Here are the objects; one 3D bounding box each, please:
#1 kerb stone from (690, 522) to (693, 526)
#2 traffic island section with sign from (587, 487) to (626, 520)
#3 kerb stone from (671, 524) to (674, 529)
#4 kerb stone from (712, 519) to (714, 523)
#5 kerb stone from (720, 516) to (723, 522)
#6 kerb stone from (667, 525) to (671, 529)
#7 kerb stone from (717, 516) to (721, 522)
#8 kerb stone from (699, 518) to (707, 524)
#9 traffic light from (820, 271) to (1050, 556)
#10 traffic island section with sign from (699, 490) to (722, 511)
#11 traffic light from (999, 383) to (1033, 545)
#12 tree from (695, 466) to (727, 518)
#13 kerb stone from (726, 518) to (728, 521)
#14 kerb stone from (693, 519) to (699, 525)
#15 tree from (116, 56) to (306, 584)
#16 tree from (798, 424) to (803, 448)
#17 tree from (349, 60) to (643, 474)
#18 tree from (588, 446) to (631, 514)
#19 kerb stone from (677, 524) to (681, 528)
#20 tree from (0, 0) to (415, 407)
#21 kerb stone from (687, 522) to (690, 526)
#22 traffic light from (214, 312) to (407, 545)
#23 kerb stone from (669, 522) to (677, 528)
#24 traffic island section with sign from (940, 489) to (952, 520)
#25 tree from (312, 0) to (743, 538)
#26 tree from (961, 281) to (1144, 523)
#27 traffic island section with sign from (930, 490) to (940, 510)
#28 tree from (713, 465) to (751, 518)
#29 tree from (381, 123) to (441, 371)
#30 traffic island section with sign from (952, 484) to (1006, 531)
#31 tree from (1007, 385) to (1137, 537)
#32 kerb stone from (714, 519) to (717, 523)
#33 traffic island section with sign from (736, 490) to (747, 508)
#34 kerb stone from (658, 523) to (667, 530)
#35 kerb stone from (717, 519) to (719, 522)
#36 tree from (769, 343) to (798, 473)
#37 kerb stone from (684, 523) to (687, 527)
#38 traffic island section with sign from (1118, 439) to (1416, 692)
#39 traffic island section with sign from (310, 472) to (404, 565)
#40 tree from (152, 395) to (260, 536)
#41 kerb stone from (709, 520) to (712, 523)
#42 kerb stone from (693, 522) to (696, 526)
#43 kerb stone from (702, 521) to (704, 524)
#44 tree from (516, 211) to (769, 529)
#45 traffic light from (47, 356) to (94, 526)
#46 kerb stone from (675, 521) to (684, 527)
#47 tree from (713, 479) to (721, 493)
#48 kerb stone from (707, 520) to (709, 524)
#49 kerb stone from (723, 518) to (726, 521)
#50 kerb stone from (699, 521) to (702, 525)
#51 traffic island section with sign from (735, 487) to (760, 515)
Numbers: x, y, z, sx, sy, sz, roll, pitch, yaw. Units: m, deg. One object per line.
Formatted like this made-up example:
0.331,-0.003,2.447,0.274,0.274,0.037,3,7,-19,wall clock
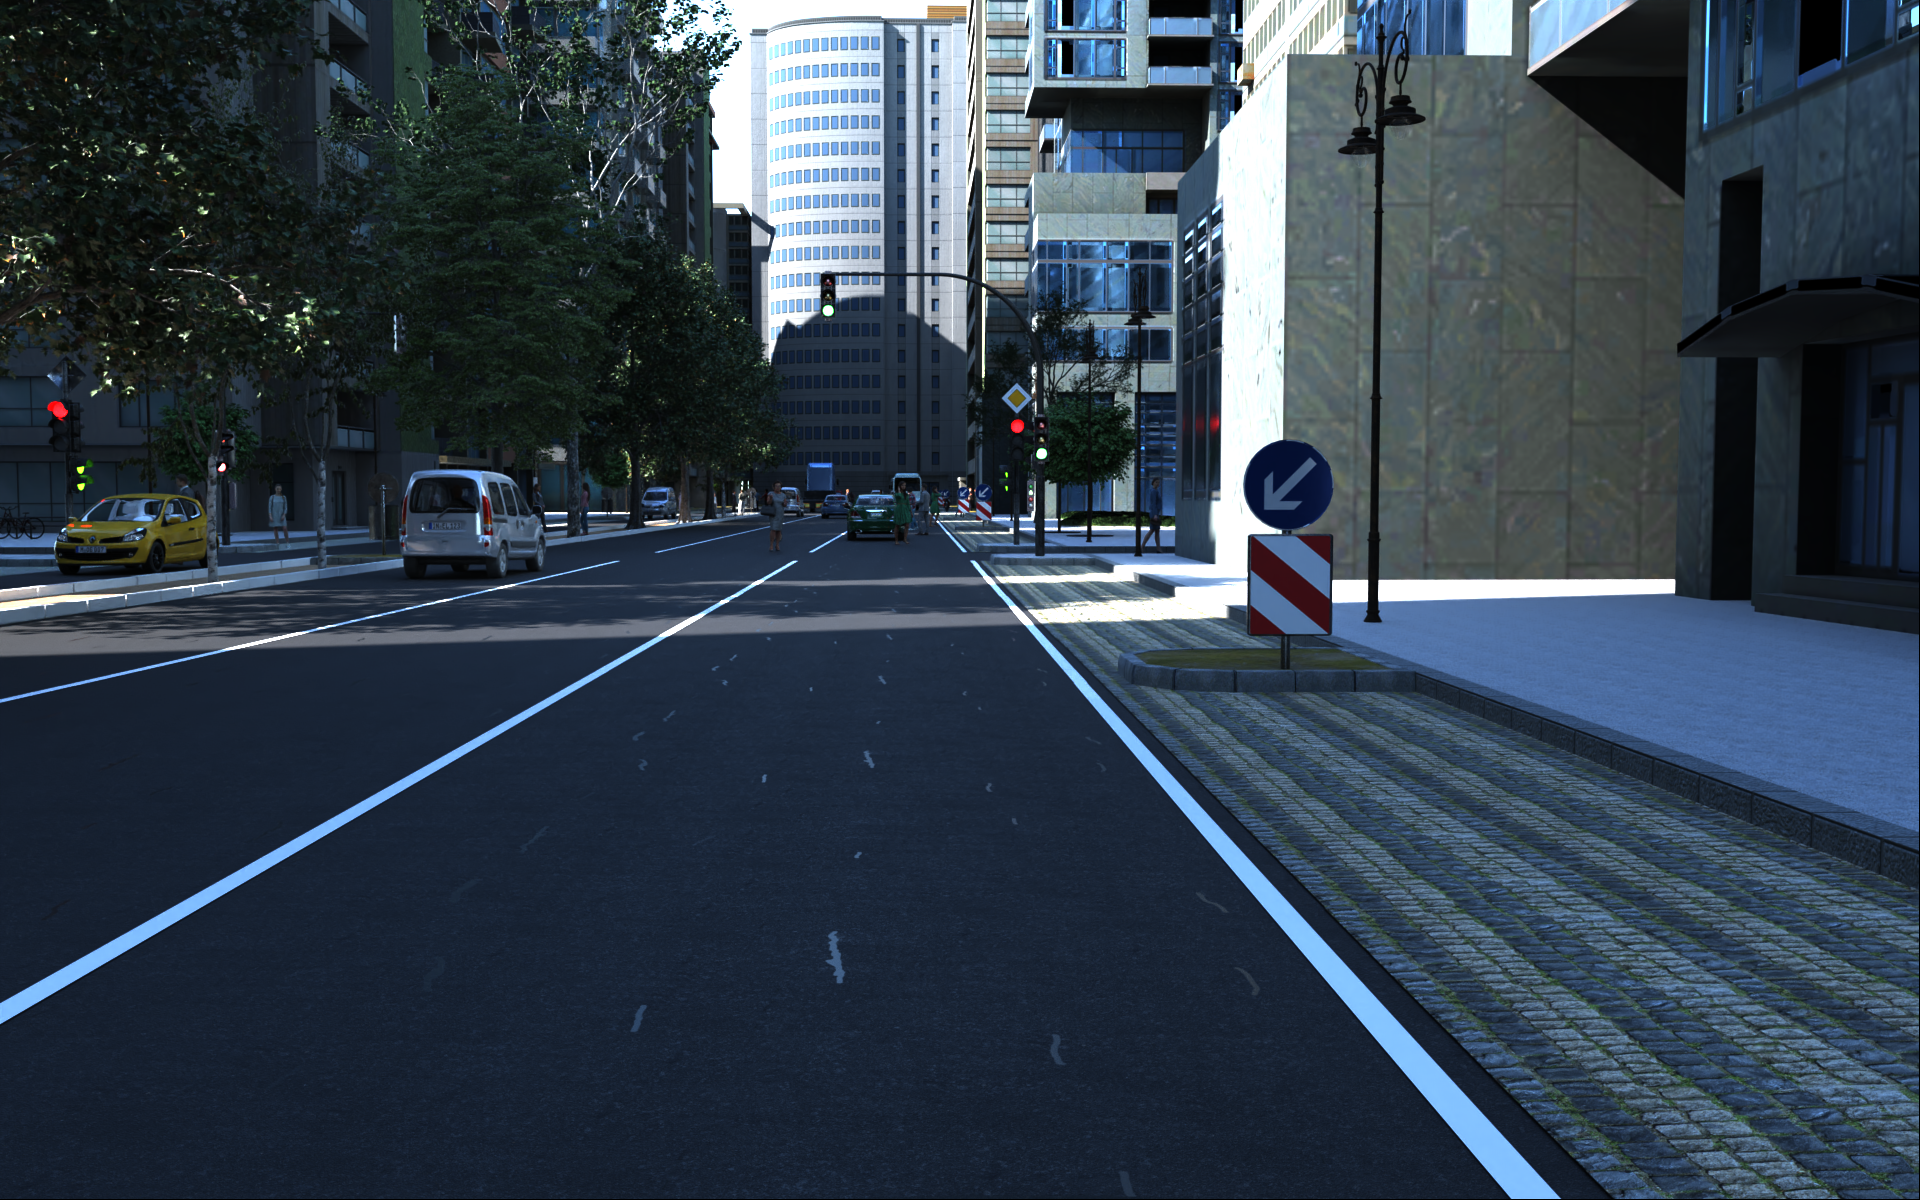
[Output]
-12.158,-3.374,77.360,0.120,0.150,1.000,0,4,-2,kerb stone
-19.464,-5.308,95.412,1.989,1.847,2.006,0,4,-2,traffic island section with sign
-11.986,-2.997,71.217,0.120,0.150,1.000,0,4,-2,kerb stone
-12.376,-3.876,85.568,0.120,0.150,1.000,0,4,-2,kerb stone
-12.494,-4.127,89.670,0.120,0.150,1.000,0,4,-2,kerb stone
-11.958,-2.935,70.187,0.120,0.150,1.000,0,4,-2,kerb stone
-12.460,-4.064,88.648,0.120,0.150,1.000,0,4,-2,kerb stone
-12.291,-3.688,82.488,0.120,0.150,1.000,0,4,-2,kerb stone
-0.461,-3.725,35.569,4.771,5.953,1.251,0,4,-2,traffic light
-20.804,-8.372,145.513,1.989,1.847,2.006,0,4,-2,traffic island section with sign
1.413,-3.353,43.749,0.839,4.253,0.868,0,4,-2,traffic light
-13.541,-8.924,98.722,4.360,8.622,3.978,0,3,0,tree
-12.546,-4.252,91.720,0.120,0.150,1.000,0,4,-2,kerb stone
-12.212,-3.496,79.404,0.120,0.150,1.000,0,4,-2,kerb stone
-11.766,-4.549,27.203,4.360,8.622,3.978,0,3,0,tree
-13.250,-10.524,91.530,9.611,12.733,9.660,0,3,0,tree
-12.353,-7.665,45.914,7.486,12.596,7.792,0,3,0,tree
-22.398,-7.798,111.204,4.285,4.588,4.351,0,3,0,tree
-12.050,-3.123,73.261,0.120,0.150,1.000,0,4,-2,kerb stone
-11.715,-6.135,19.780,9.611,12.733,9.660,0,3,0,tree
-12.132,-3.306,76.329,0.120,0.150,1.000,0,4,-2,kerb stone
-16.252,-4.197,43.294,4.771,5.953,1.251,0,4,-2,traffic light
-12.020,-3.061,72.239,0.120,0.150,1.000,0,4,-2,kerb stone
0.068,-5.307,95.399,1.989,1.847,2.006,0,4,-2,traffic island section with sign
-13.775,-12.116,56.435,12.611,20.169,13.585,0,3,0,tree
3.608,-8.664,76.072,8.767,10.594,7.601,-3,5,-42,tree
-1.292,-8.398,145.939,1.989,1.847,2.006,0,4,-2,traffic island section with sign
-14.108,-9.224,103.639,4.737,8.622,4.395,0,3,0,tree
-11.688,-4.822,31.658,4.360,8.622,3.978,0,3,0,tree
0.795,-3.659,68.454,1.989,1.847,2.006,0,4,-2,traffic island section with sign
3.919,-4.206,52.483,4.285,4.588,4.351,0,3,0,tree
-12.408,-3.939,86.598,0.120,0.150,1.000,0,4,-2,kerb stone
-21.532,-10.020,172.458,1.989,1.847,2.006,0,4,-2,traffic island section with sign
-11.941,-2.871,69.159,0.120,0.150,1.000,0,4,-2,kerb stone
-12.440,-4.002,87.626,0.120,0.150,1.000,0,4,-2,kerb stone
-12.902,-9.882,81.037,9.611,12.733,9.660,0,3,0,tree
-12.104,-3.248,75.307,0.120,0.150,1.000,0,4,-2,kerb stone
2.265,-0.290,13.375,1.989,1.847,2.006,0,4,-2,traffic island section with sign
-12.085,-1.689,35.751,2.006,1.907,1.989,0,4,-2,traffic island section with sign
-23.181,-4.250,53.207,4.285,4.588,4.351,0,3,0,tree
-12.352,-3.812,84.539,0.120,0.150,1.000,0,4,-2,kerb stone
-12.189,-3.436,78.382,0.120,0.150,1.000,0,4,-2,kerb stone
-12.264,-3.617,81.453,0.120,0.150,1.000,0,4,-2,kerb stone
-13.116,-9.197,69.837,9.611,12.733,9.660,0,3,0,tree
-18.126,-2.832,35.221,0.839,4.253,0.868,0,4,-2,traffic light
-12.078,-3.186,74.282,0.120,0.150,1.000,0,4,-2,kerb stone
-24.662,-10.826,171.608,1.663,3.219,1.824,0,3,0,tree
-12.325,-3.748,83.512,0.120,0.150,1.000,0,4,-2,kerb stone
-12.519,-4.184,90.699,0.120,0.150,1.000,0,4,-2,kerb stone
-12.243,-3.562,80.431,0.120,0.150,1.000,0,4,-2,kerb stone
-14.307,-6.736,118.267,2.006,1.907,1.989,0,4,-2,traffic island section with sign
